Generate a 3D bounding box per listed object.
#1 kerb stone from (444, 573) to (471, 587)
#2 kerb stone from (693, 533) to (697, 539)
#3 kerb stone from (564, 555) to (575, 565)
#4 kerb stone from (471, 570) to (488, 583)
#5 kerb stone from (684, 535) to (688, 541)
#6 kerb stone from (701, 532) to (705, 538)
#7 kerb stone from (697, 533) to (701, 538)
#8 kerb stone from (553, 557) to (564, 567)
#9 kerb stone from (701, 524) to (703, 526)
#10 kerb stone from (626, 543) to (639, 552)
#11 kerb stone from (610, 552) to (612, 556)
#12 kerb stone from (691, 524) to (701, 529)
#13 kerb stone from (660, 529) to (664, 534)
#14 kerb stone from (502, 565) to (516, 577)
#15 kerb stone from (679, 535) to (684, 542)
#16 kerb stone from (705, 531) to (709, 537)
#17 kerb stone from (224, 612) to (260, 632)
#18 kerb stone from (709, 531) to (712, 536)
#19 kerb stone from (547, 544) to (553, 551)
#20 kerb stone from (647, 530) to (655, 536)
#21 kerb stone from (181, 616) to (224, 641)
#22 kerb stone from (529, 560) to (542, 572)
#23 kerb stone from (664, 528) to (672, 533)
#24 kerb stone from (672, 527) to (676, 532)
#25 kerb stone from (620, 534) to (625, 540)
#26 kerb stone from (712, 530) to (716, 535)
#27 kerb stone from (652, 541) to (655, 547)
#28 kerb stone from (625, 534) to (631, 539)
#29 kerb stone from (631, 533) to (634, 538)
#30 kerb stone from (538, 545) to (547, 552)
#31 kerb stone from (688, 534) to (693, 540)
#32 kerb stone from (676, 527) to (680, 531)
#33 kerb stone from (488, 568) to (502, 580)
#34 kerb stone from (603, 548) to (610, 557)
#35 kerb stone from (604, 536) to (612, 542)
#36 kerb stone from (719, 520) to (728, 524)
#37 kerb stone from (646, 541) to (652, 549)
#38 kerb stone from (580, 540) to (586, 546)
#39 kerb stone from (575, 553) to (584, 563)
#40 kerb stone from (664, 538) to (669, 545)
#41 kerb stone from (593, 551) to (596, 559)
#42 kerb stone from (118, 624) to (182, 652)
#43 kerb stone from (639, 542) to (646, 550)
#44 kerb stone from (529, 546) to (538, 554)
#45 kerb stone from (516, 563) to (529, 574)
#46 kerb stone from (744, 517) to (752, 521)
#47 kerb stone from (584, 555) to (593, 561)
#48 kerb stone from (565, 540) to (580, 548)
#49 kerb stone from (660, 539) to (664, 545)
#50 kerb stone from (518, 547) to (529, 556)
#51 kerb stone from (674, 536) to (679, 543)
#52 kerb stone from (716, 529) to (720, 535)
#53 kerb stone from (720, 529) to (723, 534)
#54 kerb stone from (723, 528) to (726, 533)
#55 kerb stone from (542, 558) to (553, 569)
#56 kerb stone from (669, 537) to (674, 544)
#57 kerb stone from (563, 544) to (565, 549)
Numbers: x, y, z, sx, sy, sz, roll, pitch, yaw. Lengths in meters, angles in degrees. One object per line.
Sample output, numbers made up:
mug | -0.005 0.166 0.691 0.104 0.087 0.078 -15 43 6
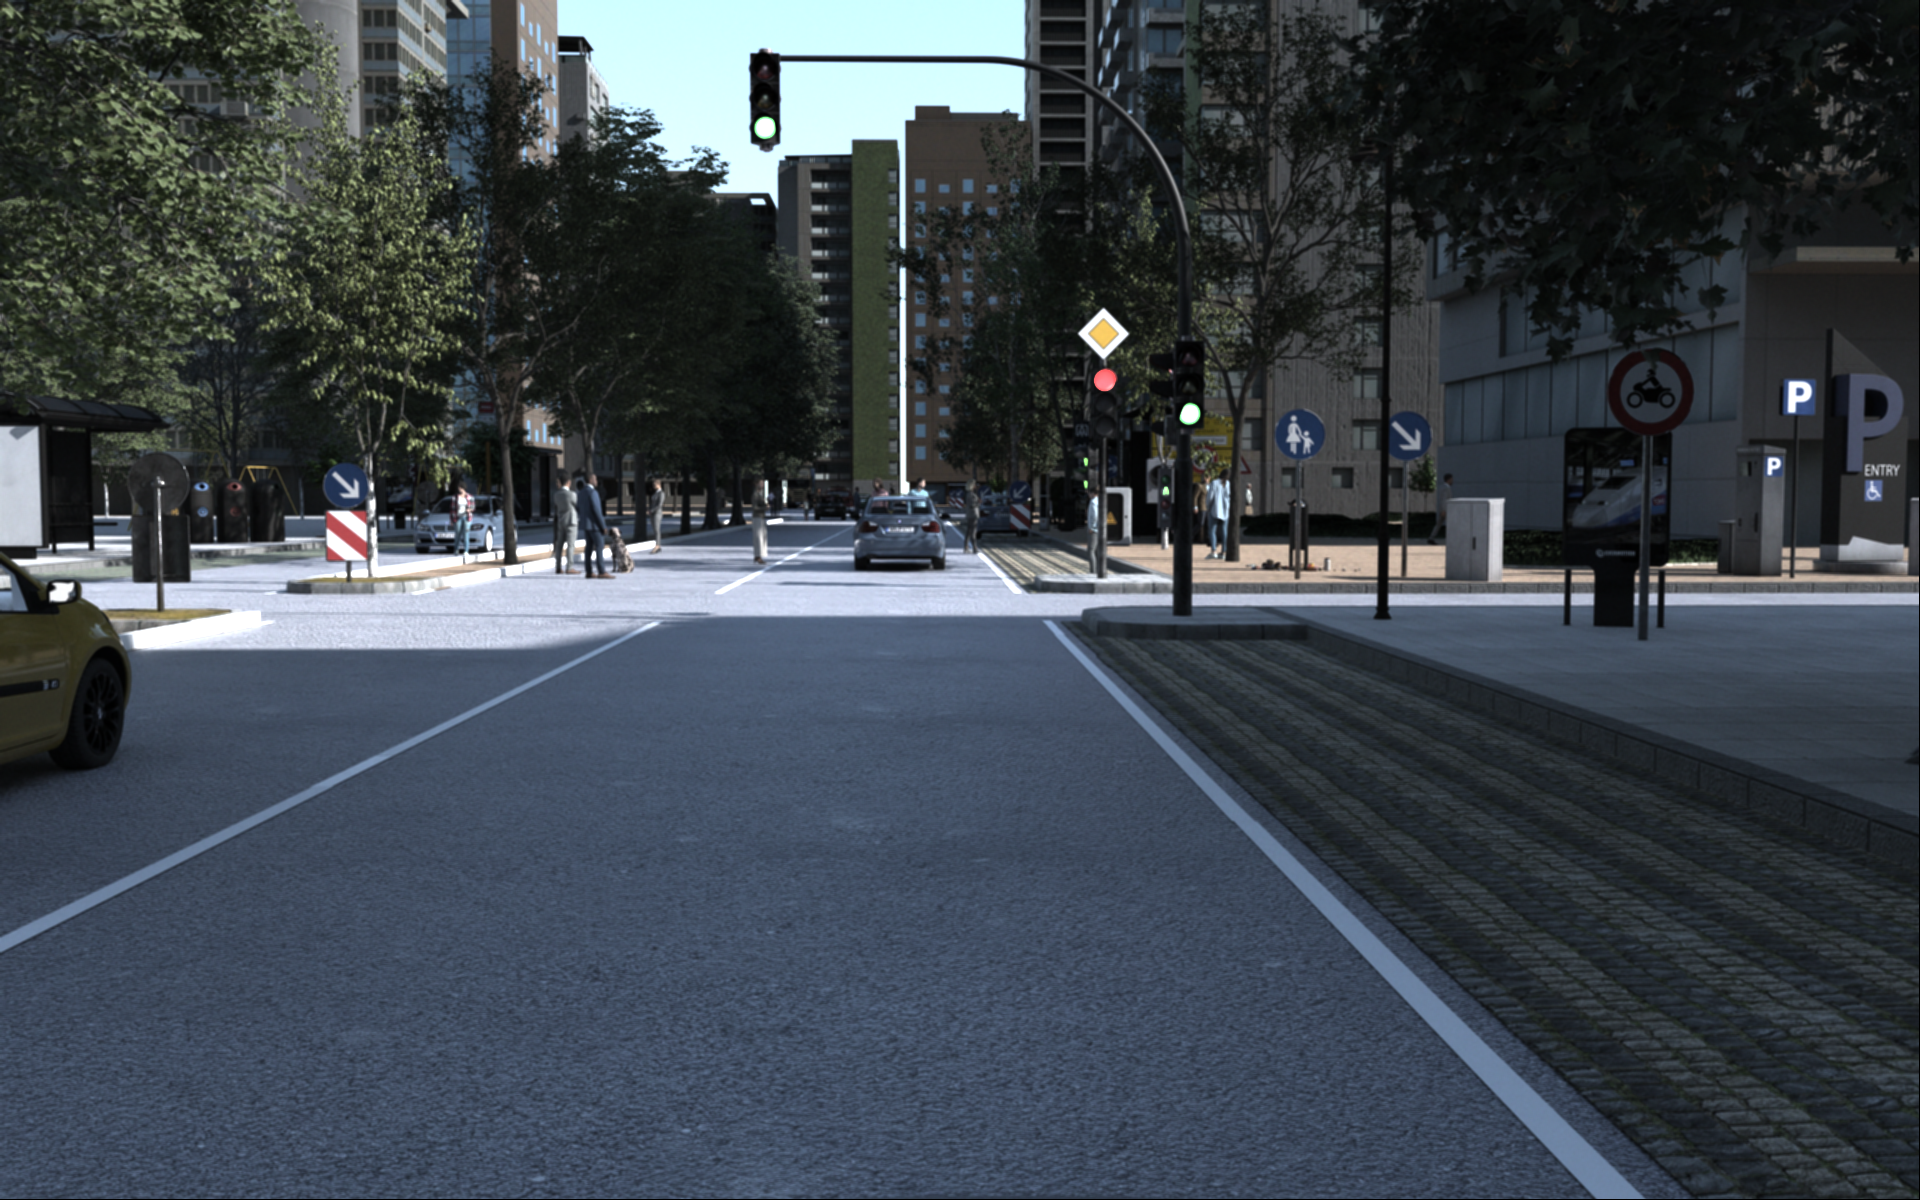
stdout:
kerb stone | -7.888 -0.302 27.135 0.120 0.150 1.000 0 4 -1
kerb stone | -8.534 -1.995 54.813 0.120 0.150 1.000 0 4 -1
kerb stone | -8.077 -0.804 35.338 0.120 0.150 1.000 0 4 -1
kerb stone | -7.909 -0.365 28.160 0.120 0.150 1.000 0 4 -1
kerb stone | -8.490 -1.866 52.760 0.120 0.150 1.000 0 4 -1
kerb stone | -8.579 -2.120 56.857 0.120 0.150 1.000 0 4 -1
kerb stone | -8.555 -2.057 55.835 0.120 0.150 1.000 0 4 -1
kerb stone | -8.058 -0.741 34.316 0.120 0.150 1.000 0 4 -1
kerb stone | -11.057 -3.115 73.165 0.120 0.150 1.000 0 4 -1
kerb stone | -8.266 -1.305 43.530 0.120 0.150 1.000 0 4 -1
kerb stone | -8.203 -1.116 40.461 0.120 0.150 1.000 0 4 -1
kerb stone | -11.033 -3.052 72.143 0.120 0.150 1.000 0 4 -1
kerb stone | -10.800 -2.428 61.897 0.120 0.150 1.000 0 4 -1
kerb stone | -7.960 -0.487 30.210 0.120 0.150 1.000 0 4 -1
kerb stone | -8.455 -1.807 51.738 0.120 0.150 1.000 0 4 -1
kerb stone | -8.602 -2.182 57.891 0.120 0.150 1.000 0 4 -1
kerb stone | -7.689 0.232 18.402 0.120 0.150 1.000 0 4 -1
kerb stone | -8.628 -2.247 58.926 0.120 0.150 1.000 0 4 -1
kerb stone | -10.371 -1.301 43.475 0.120 0.150 1.000 0 4 -1
kerb stone | -10.774 -2.365 60.869 0.120 0.150 1.000 0 4 -1
kerb stone | -7.668 0.295 17.373 0.120 0.150 1.000 0 4 -1
kerb stone | -8.011 -0.615 32.261 0.120 0.150 1.000 0 4 -1
kerb stone | -10.840 -2.553 63.942 0.120 0.150 1.000 0 4 -1
kerb stone | -10.867 -2.615 64.964 0.120 0.150 1.000 0 4 -1
kerb stone | -10.610 -1.928 53.715 0.120 0.150 1.000 0 4 -1
kerb stone | -8.654 -2.305 59.959 0.120 0.150 1.000 0 4 -1
kerb stone | -8.342 -1.494 46.617 0.120 0.150 1.000 0 4 -1
kerb stone | -10.629 -1.986 54.737 0.120 0.150 1.000 0 4 -1
kerb stone | -10.654 -2.053 55.759 0.120 0.150 1.000 0 4 -1
kerb stone | -10.345 -1.239 42.453 0.120 0.150 1.000 0 4 -1
kerb stone | -8.513 -1.932 53.791 0.120 0.150 1.000 0 4 -1
kerb stone | -10.888 -2.674 65.986 0.120 0.150 1.000 0 4 -1
kerb stone | -7.940 -0.428 29.187 0.120 0.150 1.000 0 4 -1
kerb stone | -8.171 -1.055 39.439 0.120 0.150 1.000 0 4 -1
kerb stone | -10.556 -1.802 51.666 0.120 0.150 1.000 0 4 -1
kerb stone | -11.265 -3.682 82.404 0.120 0.150 1.000 0 4 -1
kerb stone | -8.312 -1.431 45.588 0.120 0.150 1.000 0 4 -1
kerb stone | -10.463 -1.552 47.577 0.120 0.150 1.000 0 4 -1
kerb stone | -8.102 -0.866 36.360 0.120 0.150 1.000 0 4 -1
kerb stone | -8.391 -1.617 48.672 0.120 0.150 1.000 0 4 -1
kerb stone | -8.160 -0.991 38.416 0.120 0.150 1.000 0 4 -1
kerb stone | -7.645 0.358 16.350 0.120 0.150 1.000 0 4 -1
kerb stone | -8.292 -1.368 44.555 0.120 0.150 1.000 0 4 -1
kerb stone | -10.318 -1.176 41.431 0.120 0.150 1.000 0 4 -1
kerb stone | -7.983 -0.550 31.232 0.120 0.150 1.000 0 4 -1
kerb stone | -11.555 -4.430 94.705 0.120 0.150 1.000 0 4 -1
kerb stone | -8.122 -0.929 37.385 0.120 0.150 1.000 0 4 -1
kerb stone | -10.442 -1.490 46.552 0.120 0.150 1.000 0 4 -1
kerb stone | -8.362 -1.553 47.650 0.120 0.150 1.000 0 4 -1
kerb stone | -10.287 -1.114 40.403 0.120 0.150 1.000 0 4 -1
kerb stone | -8.442 -1.740 50.716 0.120 0.150 1.000 0 4 -1
kerb stone | -8.671 -2.372 60.981 0.120 0.150 1.000 0 4 -1
kerb stone | -8.693 -2.435 62.011 0.120 0.150 1.000 0 4 -1
kerb stone | -8.715 -2.495 63.034 0.120 0.150 1.000 0 4 -1
kerb stone | -8.035 -0.679 33.294 0.120 0.150 1.000 0 4 -1
kerb stone | -8.418 -1.681 49.694 0.120 0.150 1.000 0 4 -1
kerb stone | -10.392 -1.365 44.506 0.120 0.150 1.000 0 4 -1
